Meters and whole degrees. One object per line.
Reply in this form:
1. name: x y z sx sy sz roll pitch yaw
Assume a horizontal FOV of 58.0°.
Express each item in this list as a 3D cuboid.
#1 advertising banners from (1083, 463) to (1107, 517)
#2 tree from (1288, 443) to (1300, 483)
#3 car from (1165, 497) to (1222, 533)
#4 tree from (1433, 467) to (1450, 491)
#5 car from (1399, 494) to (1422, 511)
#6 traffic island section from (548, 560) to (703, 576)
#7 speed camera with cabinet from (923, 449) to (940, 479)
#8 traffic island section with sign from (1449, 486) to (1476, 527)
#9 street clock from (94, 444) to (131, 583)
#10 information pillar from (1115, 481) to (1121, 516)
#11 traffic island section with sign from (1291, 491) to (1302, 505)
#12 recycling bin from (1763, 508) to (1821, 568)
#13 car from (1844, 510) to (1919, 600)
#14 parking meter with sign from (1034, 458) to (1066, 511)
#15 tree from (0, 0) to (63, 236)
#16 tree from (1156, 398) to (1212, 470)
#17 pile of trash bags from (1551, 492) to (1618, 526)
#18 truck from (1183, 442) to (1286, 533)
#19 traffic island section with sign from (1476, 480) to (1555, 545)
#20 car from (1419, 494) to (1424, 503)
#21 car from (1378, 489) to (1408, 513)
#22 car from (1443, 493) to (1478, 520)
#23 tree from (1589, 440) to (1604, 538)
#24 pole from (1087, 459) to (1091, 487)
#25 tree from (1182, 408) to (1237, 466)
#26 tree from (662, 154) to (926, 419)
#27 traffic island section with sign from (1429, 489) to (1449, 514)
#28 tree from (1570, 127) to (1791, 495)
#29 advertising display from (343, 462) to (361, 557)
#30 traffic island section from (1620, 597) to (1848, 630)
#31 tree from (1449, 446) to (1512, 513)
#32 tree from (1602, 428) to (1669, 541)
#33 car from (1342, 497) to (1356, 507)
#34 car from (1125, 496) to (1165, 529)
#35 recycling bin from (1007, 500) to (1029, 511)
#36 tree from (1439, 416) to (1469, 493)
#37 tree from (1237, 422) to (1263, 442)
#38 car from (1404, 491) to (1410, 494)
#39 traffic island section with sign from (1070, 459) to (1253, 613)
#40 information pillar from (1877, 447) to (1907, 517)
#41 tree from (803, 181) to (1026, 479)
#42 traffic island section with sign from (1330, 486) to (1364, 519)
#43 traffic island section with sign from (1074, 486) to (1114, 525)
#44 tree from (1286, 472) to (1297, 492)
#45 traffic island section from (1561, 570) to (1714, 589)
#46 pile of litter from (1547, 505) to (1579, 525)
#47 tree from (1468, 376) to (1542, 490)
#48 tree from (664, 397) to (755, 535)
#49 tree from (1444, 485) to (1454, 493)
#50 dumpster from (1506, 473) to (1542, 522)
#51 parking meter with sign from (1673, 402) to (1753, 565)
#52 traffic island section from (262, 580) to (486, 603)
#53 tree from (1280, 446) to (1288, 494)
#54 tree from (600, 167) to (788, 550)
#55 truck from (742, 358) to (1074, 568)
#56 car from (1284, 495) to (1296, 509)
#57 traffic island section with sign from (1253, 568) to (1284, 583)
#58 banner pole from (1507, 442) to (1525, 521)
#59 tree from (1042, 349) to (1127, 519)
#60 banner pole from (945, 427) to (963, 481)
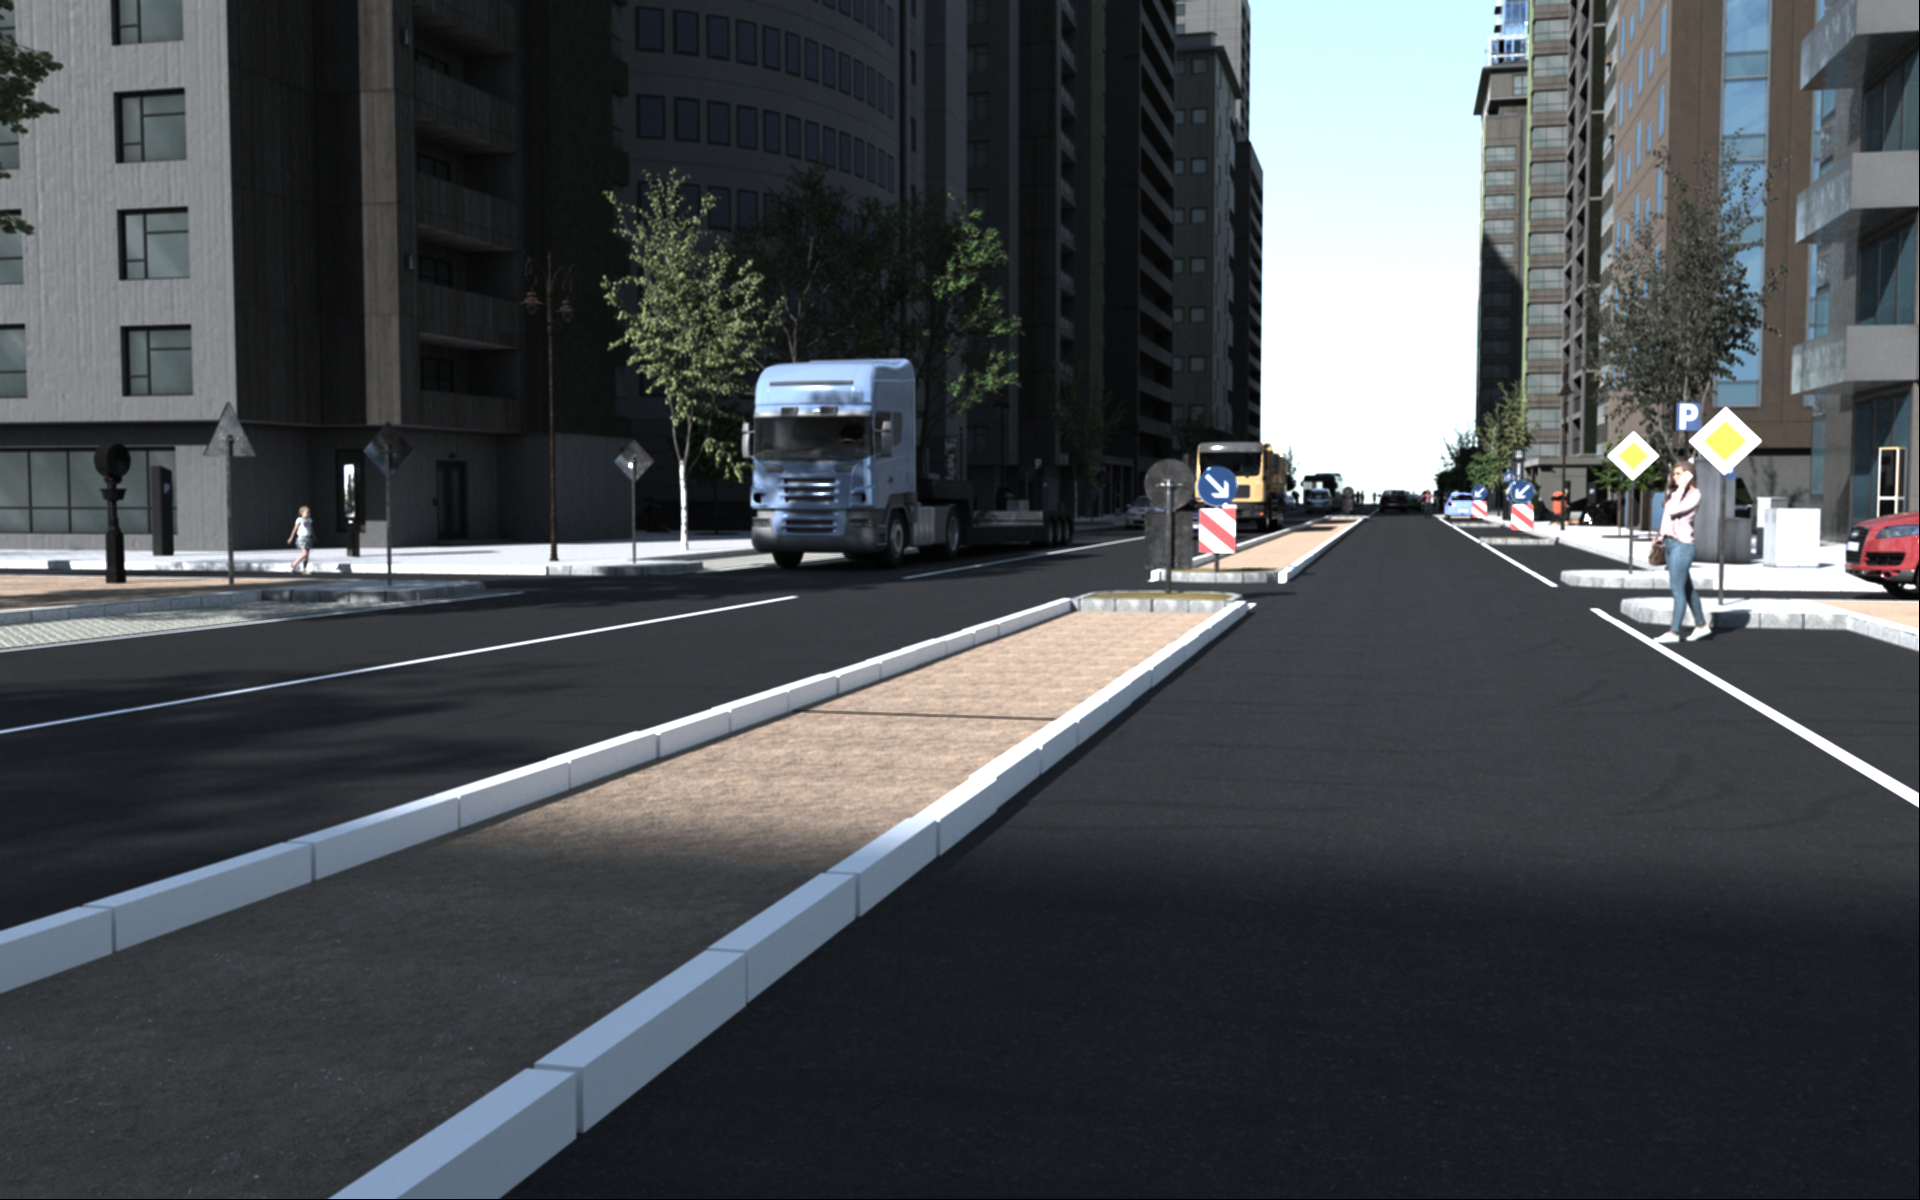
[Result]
1. advertising banners: 7.510 -6.094 95.827 0.090 3.025 2.074 3 5 42
2. tree: 47.201 -18.362 250.586 4.737 8.622 4.395 0 3 0
3. car: 7.601 -2.633 55.636 1.945 1.354 3.894 1 4 13
4. tree: 53.506 -12.395 186.371 4.285 4.588 4.351 0 3 0
5. car: 37.597 -8.311 144.673 1.959 1.807 4.718 1 4 13
6. traffic island section: -6.024 -0.590 31.929 2.009 0.180 2.903 1 4 14
7. speed camera with cabinet: -0.980 -4.919 74.761 0.660 3.252 2.038 -1 4 -22
8. traffic island section with sign: 22.674 -4.127 76.112 1.989 1.847 2.006 1 4 14
9. street clock: -12.175 -1.245 24.923 0.358 2.002 0.471 1 4 15
10. information pillar: 9.129 -5.855 100.215 0.304 2.012 0.304 0 4 3
11. traffic island section with sign: 45.317 -13.835 234.822 1.989 1.847 2.006 1 4 14
12. recycling bin: 14.513 -1.081 30.231 0.722 1.027 0.722 0 4 5
13. car: 14.332 -0.832 22.271 5.304 1.827 2.281 1 4 13
14. parking meter with sign: 4.422 -5.400 84.543 1.738 3.016 0.543 -3 5 -44
15. tree: -12.245 -6.019 16.534 7.486 12.596 7.792 0 3 0
16. tree: 17.119 -11.137 132.452 4.360 8.622 3.978 0 3 0
17. pile of trash bags: 25.435 -3.652 69.464 3.447 1.369 1.912 0 4 -2
18. truck: 10.790 -4.316 66.491 3.469 3.379 9.791 1 4 15
19. traffic island section with sign: 16.057 -2.529 49.979 1.989 1.847 2.006 1 4 14
20. car: 65.528 -14.369 244.519 1.945 1.707 3.694 1 4 15
21. car: 33.993 -7.783 135.924 2.281 1.827 5.304 1 4 13
22. car: 28.381 -5.416 98.145 1.945 1.707 3.694 1 4 13
23. tree: 19.311 -3.446 50.944 1.663 3.219 1.824 0 3 0
24. pole: 7.367 -6.436 99.079 0.158 3.312 0.155 0 3 0
25. tree: 21.247 -12.164 149.238 4.737 8.622 4.395 0 3 0
26. tree: -4.704 -6.917 47.510 7.601 10.594 8.767 1 4 17
27. traffic island section with sign: 34.988 -7.104 124.785 1.989 1.847 2.006 1 4 14
28. tree: 14.991 -5.215 35.636 4.360 8.622 3.978 0 3 0
29. advertising display: -12.492 -1.859 35.604 0.123 1.923 0.974 -2 4 -32
30. traffic island section: 8.781 0.142 19.956 2.009 0.180 2.903 1 4 14
31. tree: 35.761 -8.148 116.928 4.285 4.588 4.351 0 3 0
32. tree: 18.981 -3.228 47.379 1.663 3.219 1.824 0 3 0
33. car: 42.745 -11.088 191.083 2.009 1.686 4.222 1 4 16
34. car: 8.032 -3.669 72.357 2.083 1.381 4.827 1 4 13
35. recycling bin: 2.477 -3.769 74.170 0.722 1.027 0.722 3 4 39
36. tree: 47.187 -12.973 162.474 4.737 8.622 4.395 0 3 0
37. tree: 28.080 -13.676 173.969 4.737 8.622 4.395 0 3 0
38. car: 51.836 -11.862 202.608 2.281 1.827 5.304 1 4 16
39. traffic island section with sign: 2.542 -0.834 21.777 2.006 1.907 1.989 1 4 14
40. information pillar: 14.620 -1.389 27.203 0.304 2.012 0.304 -3 5 -40
41. tree: -1.505 -8.155 59.082 9.928 11.665 9.643 0 3 0
42. traffic island section with sign: 22.790 -5.729 101.810 2.006 1.907 1.989 1 4 14
43. traffic island section with sign: 6.043 -4.340 79.591 1.989 1.847 2.006 1 4 14
44. tree: 48.079 -16.620 255.452 4.285 4.588 4.351 0 3 0
45. traffic island section: 10.740 -0.331 27.698 2.009 0.180 2.903 1 4 14
46. pile of litter: 25.347 -3.558 72.142 1.719 0.858 1.176 1 4 13
47. tree: 34.554 -9.690 108.800 4.737 8.622 4.395 0 3 0
48. tree: -7.753 -4.364 55.068 4.285 4.588 4.351 0 3 0
49. tree: 57.851 -12.825 204.297 1.663 3.219 1.824 0 3 0
50. dumpster: 26.484 -4.822 81.332 1.502 2.255 1.985 1 4 14
51. parking meter with sign: 14.036 -2.199 32.219 0.543 3.016 1.738 -1 4 -15
52. traffic island section: -7.982 -0.117 24.187 2.009 0.180 2.903 1 4 14
53. tree: 34.368 -15.311 200.696 4.737 8.622 4.395 0 3 0
54. tree: -6.204 -5.434 39.215 4.737 8.622 4.395 0 3 0
55. truck: -0.459 -3.090 40.278 2.967 4.110 18.799 1 4 16
56. car: 30.715 -9.248 163.564 2.083 1.381 4.827 1 4 13
57. traffic island section with sign: 4.368 -1.273 28.956 2.006 1.907 1.989 1 4 14
58. banner pole: 26.565 -5.672 82.753 0.401 3.779 0.863 -2 4 -29
59. tree: 6.107 -8.421 88.045 4.737 8.622 4.395 0 3 0
60. banner pole: -0.182 -4.561 64.589 0.863 3.779 0.401 -1 4 -10
